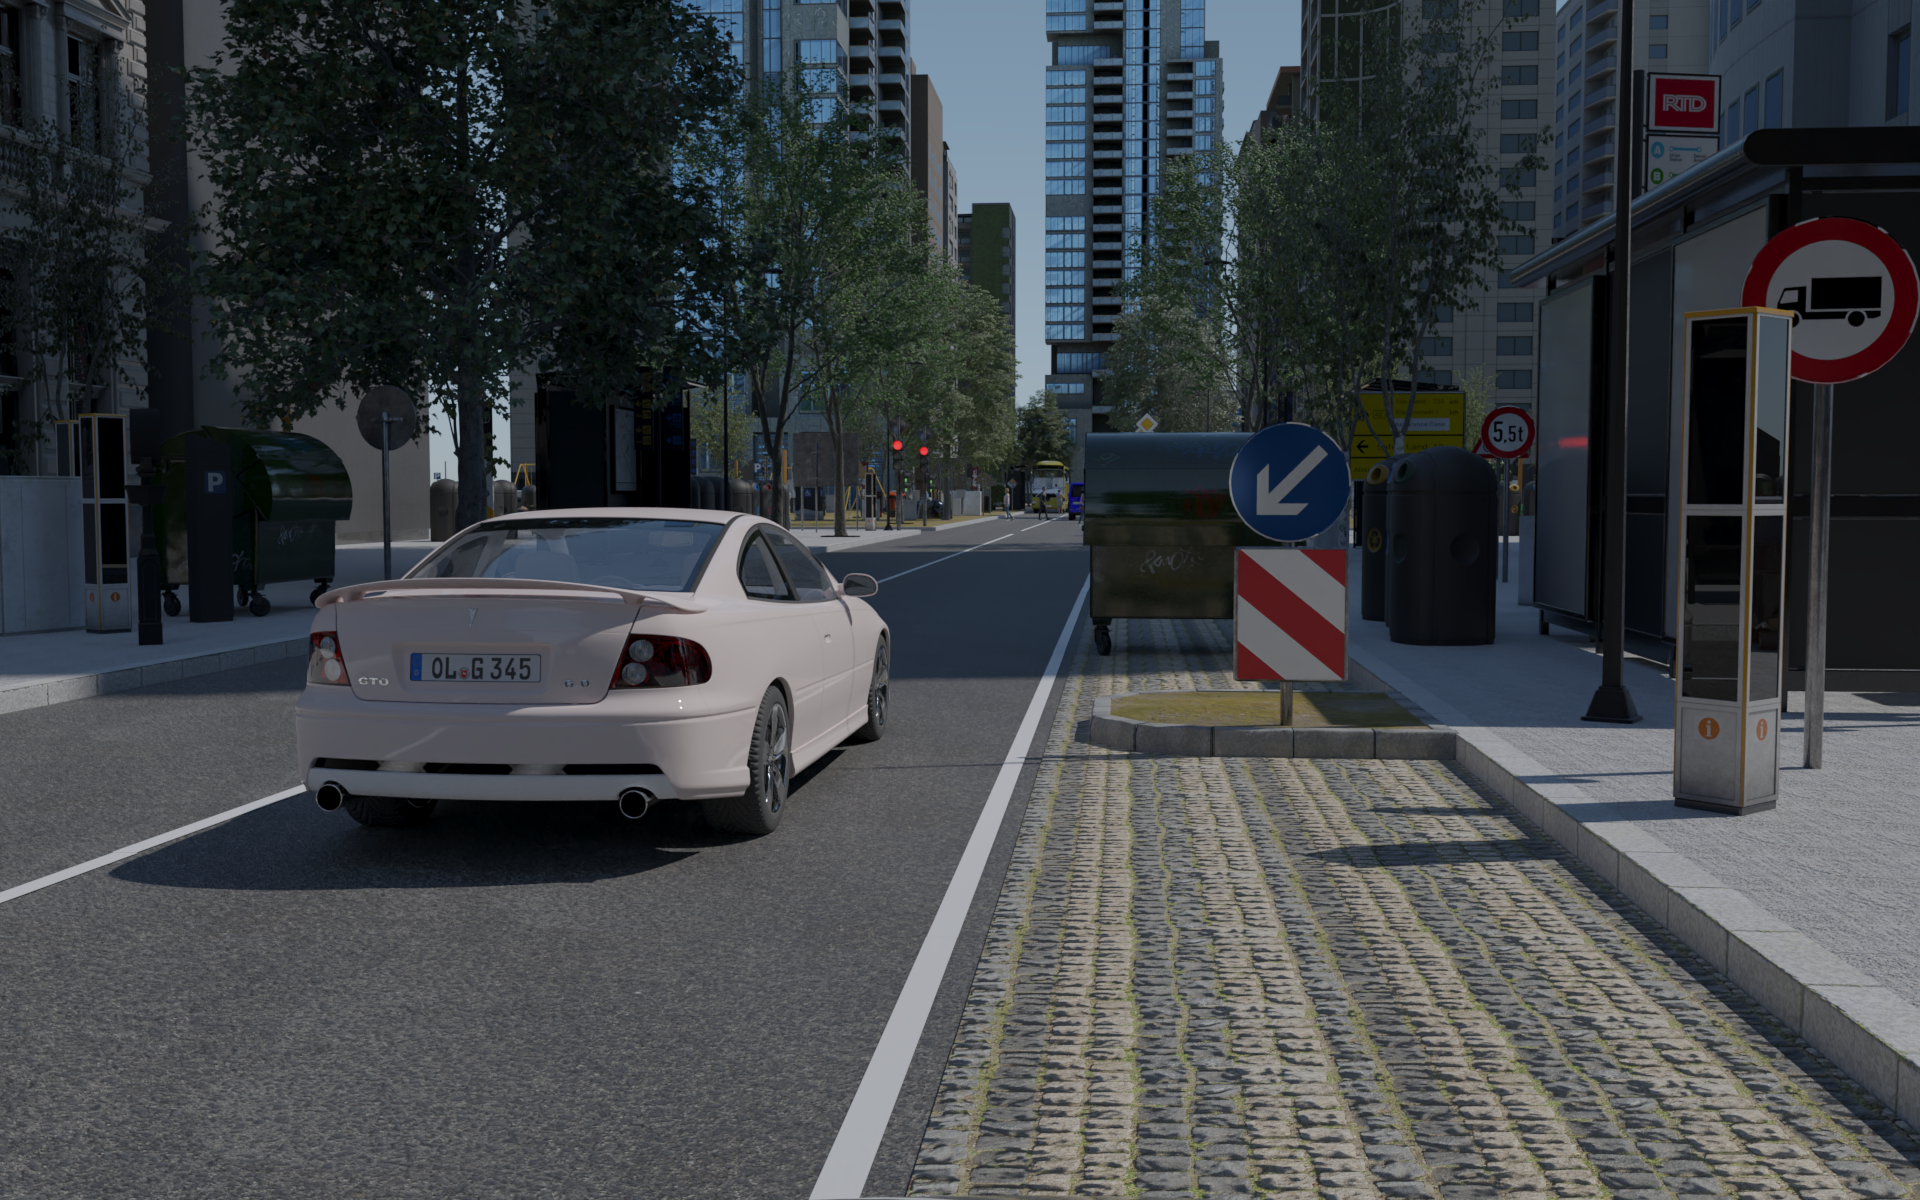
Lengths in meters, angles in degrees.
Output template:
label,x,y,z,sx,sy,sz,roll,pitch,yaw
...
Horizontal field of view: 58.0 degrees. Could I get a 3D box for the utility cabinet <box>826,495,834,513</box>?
label,x,y,z,sx,sy,sz,roll,pitch,yaw
utility cabinet,-8.665,-6.529,117.909,1.020,1.237,0.306,2,4,35

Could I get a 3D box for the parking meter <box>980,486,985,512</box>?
label,x,y,z,sx,sy,sz,roll,pitch,yaw
parking meter,1.576,-7.160,122.769,0.399,1.863,0.255,3,5,42

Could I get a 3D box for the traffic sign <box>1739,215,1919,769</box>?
label,x,y,z,sx,sy,sz,roll,pitch,yaw
traffic sign,3.994,-0.485,8.037,0.768,2.556,0.104,1,4,12

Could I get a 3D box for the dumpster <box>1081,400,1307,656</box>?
label,x,y,z,sx,sy,sz,roll,pitch,yaw
dumpster,2.087,-0.653,15.634,1.985,2.255,1.502,0,4,5

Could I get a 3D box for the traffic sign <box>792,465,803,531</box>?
label,x,y,z,sx,sy,sz,roll,pitch,yaw
traffic sign,-5.531,-3.705,60.677,0.768,2.556,0.104,1,4,15

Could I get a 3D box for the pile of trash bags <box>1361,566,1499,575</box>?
label,x,y,z,sx,sy,sz,roll,pitch,yaw
pile of trash bags,8.115,-1.178,29.005,1.912,1.369,3.447,0,4,-7

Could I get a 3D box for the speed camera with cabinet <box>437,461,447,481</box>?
label,x,y,z,sx,sy,sz,roll,pitch,yaw
speed camera with cabinet,-30.595,-6.758,104.822,0.660,3.252,2.038,3,5,43

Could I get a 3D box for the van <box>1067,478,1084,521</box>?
label,x,y,z,sx,sy,sz,roll,pitch,yaw
van,6.989,-5.570,95.448,2.240,2.365,5.245,0,4,6

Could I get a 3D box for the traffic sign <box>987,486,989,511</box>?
label,x,y,z,sx,sy,sz,roll,pitch,yaw
traffic sign,2.153,-7.942,129.852,0.884,2.594,0.081,1,4,10

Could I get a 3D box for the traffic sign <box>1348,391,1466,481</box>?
label,x,y,z,sx,sy,sz,roll,pitch,yaw
traffic sign,8.844,-2.475,34.345,2.265,3.308,0.079,0,4,6

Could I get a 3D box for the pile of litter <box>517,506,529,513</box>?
label,x,y,z,sx,sy,sz,roll,pitch,yaw
pile of litter,-15.437,-2.904,61.437,1.719,0.858,1.176,-1,4,-13

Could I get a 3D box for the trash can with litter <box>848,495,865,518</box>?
label,x,y,z,sx,sy,sz,roll,pitch,yaw
trash can with litter,-5.181,-4.965,92.240,1.678,1.210,2.233,-1,4,-18

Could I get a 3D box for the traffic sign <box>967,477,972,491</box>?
label,x,y,z,sx,sy,sz,roll,pitch,yaw
traffic sign,0.638,-8.121,132.885,0.768,2.556,0.104,1,4,11

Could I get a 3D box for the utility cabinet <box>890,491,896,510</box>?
label,x,y,z,sx,sy,sz,roll,pitch,yaw
utility cabinet,-4.340,-6.489,114.771,0.318,1.500,1.173,-2,4,-25

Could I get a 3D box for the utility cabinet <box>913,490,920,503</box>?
label,x,y,z,sx,sy,sz,roll,pitch,yaw
utility cabinet,-2.449,-5.394,96.864,0.318,1.500,1.173,0,4,-7

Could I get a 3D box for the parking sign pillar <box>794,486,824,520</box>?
label,x,y,z,sx,sy,sz,roll,pitch,yaw
parking sign pillar,-7.399,-5.897,84.886,1.447,3.967,1.447,1,4,15

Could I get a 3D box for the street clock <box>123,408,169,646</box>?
label,x,y,z,sx,sy,sz,roll,pitch,yaw
street clock,-6.908,-0.621,14.724,0.358,2.002,0.471,-2,4,-26

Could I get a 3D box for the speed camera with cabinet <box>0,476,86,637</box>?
label,x,y,z,sx,sy,sz,roll,pitch,yaw
speed camera with cabinet,-8.874,-1.294,15.493,0.660,3.252,2.038,1,4,22

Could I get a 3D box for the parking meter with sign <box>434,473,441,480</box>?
label,x,y,z,sx,sy,sz,roll,pitch,yaw
parking meter with sign,-42.300,-8.764,139.552,0.543,3.016,1.738,0,4,-3

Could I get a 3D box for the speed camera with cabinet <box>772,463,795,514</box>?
label,x,y,z,sx,sy,sz,roll,pitch,yaw
speed camera with cabinet,-11.000,-7.038,109.406,0.660,3.252,2.038,3,5,42

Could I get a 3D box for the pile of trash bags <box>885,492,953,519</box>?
label,x,y,z,sx,sy,sz,roll,pitch,yaw
pile of trash bags,-2.175,-4.878,89.501,3.447,1.369,1.912,-1,4,-16

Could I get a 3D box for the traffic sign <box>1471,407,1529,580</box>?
label,x,y,z,sx,sy,sz,roll,pitch,yaw
traffic sign,8.049,-1.586,25.939,0.884,2.594,0.081,0,4,8

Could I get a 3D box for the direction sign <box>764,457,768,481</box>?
label,x,y,z,sx,sy,sz,roll,pitch,yaw
direction sign,-11.846,-6.959,105.774,0.379,3.537,0.876,1,4,8

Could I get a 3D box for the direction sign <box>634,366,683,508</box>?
label,x,y,z,sx,sy,sz,roll,pitch,yaw
direction sign,-5.332,-2.366,30.673,0.876,3.537,0.379,0,4,3

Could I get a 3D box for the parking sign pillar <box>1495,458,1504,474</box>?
label,x,y,z,sx,sy,sz,roll,pitch,yaw
parking sign pillar,24.323,-5.475,77.986,1.447,3.967,1.447,1,4,14

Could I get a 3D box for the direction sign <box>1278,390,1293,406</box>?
label,x,y,z,sx,sy,sz,roll,pitch,yaw
direction sign,7.102,-2.807,37.886,0.379,3.537,0.876,2,4,30

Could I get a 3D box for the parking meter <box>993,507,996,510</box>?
label,x,y,z,sx,sy,sz,roll,pitch,yaw
parking meter,2.680,-7.962,138.585,0.372,1.533,0.369,0,3,0

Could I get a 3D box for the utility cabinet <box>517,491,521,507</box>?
label,x,y,z,sx,sy,sz,roll,pitch,yaw
utility cabinet,-28.983,-6.384,113.054,1.173,1.500,0.318,2,4,29

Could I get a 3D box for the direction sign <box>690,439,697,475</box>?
label,x,y,z,sx,sy,sz,roll,pitch,yaw
direction sign,-11.179,-4.808,70.608,0.876,3.537,0.379,-1,4,-11

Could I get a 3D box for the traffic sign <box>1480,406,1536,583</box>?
label,x,y,z,sx,sy,sz,roll,pitch,yaw
traffic sign,7.907,-1.526,25.048,0.768,2.556,0.104,1,4,12

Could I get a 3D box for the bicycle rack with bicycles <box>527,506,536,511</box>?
label,x,y,z,sx,sy,sz,roll,pitch,yaw
bicycle rack with bicycles,-13.551,-2.465,53.689,2.852,0.926,2.925,0,4,-3

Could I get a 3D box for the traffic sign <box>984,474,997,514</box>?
label,x,y,z,sx,sy,sz,roll,pitch,yaw
traffic sign,1.916,-6.714,109.785,0.884,2.594,0.081,0,4,7

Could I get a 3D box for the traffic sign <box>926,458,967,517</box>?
label,x,y,z,sx,sy,sz,roll,pitch,yaw
traffic sign,-0.765,-6.273,96.441,2.265,3.308,0.079,0,4,8

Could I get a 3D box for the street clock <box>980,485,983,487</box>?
label,x,y,z,sx,sy,sz,roll,pitch,yaw
street clock,1.767,-8.131,137.518,0.358,2.002,0.471,-1,4,-8

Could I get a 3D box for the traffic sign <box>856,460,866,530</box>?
label,x,y,z,sx,sy,sz,roll,pitch,yaw
traffic sign,-3.623,-3.736,61.080,0.884,2.594,0.081,0,4,6

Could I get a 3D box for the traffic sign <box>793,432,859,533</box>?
label,x,y,z,sx,sy,sz,roll,pitch,yaw
traffic sign,-4.456,-3.886,57.410,2.265,3.308,0.079,1,4,13

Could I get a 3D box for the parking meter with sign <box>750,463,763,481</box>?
label,x,y,z,sx,sy,sz,roll,pitch,yaw
parking meter with sign,-11.683,-6.137,96.600,0.543,3.016,1.738,2,4,25

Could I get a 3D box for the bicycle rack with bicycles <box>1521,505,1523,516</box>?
label,x,y,z,sx,sy,sz,roll,pitch,yaw
bicycle rack with bicycles,18.377,-2.774,58.736,2.852,0.926,2.925,3,5,39

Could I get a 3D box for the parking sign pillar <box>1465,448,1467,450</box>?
label,x,y,z,sx,sy,sz,roll,pitch,yaw
parking sign pillar,30.422,-7.034,103.472,1.447,3.967,1.447,3,5,39

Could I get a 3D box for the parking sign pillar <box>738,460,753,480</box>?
label,x,y,z,sx,sy,sz,roll,pitch,yaw
parking sign pillar,-16.746,-8.946,134.734,1.447,3.967,1.447,-3,4,-39

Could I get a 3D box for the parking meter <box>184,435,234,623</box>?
label,x,y,z,sx,sy,sz,roll,pitch,yaw
parking meter,-7.520,-0.714,17.382,0.255,1.863,0.399,3,4,37

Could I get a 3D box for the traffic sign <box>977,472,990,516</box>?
label,x,y,z,sx,sy,sz,roll,pitch,yaw
traffic sign,1.354,-6.186,101.250,0.768,2.556,0.104,1,4,10

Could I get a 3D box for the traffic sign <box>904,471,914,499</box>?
label,x,y,z,sx,sy,sz,roll,pitch,yaw
traffic sign,-2.852,-5.726,93.733,0.768,2.556,0.104,1,4,11

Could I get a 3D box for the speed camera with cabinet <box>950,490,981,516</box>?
label,x,y,z,sx,sy,sz,roll,pitch,yaw
speed camera with cabinet,0.222,-6.616,102.504,2.038,3.252,0.660,1,4,9

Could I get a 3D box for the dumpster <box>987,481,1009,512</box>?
label,x,y,z,sx,sy,sz,roll,pitch,yaw
dumpster,2.774,-7.627,127.194,1.502,2.255,1.985,0,4,5

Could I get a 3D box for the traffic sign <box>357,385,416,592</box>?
label,x,y,z,sx,sy,sz,roll,pitch,yaw
traffic sign,-6.731,-1.236,20.316,0.768,2.556,0.104,1,4,13

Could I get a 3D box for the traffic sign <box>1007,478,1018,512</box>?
label,x,y,z,sx,sy,sz,roll,pitch,yaw
traffic sign,3.791,-7.589,125.270,0.795,2.450,0.064,1,4,11

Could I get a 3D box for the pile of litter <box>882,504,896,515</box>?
label,x,y,z,sx,sy,sz,roll,pitch,yaw
pile of litter,-4.343,-5.733,107.701,1.719,0.858,1.176,1,4,15
